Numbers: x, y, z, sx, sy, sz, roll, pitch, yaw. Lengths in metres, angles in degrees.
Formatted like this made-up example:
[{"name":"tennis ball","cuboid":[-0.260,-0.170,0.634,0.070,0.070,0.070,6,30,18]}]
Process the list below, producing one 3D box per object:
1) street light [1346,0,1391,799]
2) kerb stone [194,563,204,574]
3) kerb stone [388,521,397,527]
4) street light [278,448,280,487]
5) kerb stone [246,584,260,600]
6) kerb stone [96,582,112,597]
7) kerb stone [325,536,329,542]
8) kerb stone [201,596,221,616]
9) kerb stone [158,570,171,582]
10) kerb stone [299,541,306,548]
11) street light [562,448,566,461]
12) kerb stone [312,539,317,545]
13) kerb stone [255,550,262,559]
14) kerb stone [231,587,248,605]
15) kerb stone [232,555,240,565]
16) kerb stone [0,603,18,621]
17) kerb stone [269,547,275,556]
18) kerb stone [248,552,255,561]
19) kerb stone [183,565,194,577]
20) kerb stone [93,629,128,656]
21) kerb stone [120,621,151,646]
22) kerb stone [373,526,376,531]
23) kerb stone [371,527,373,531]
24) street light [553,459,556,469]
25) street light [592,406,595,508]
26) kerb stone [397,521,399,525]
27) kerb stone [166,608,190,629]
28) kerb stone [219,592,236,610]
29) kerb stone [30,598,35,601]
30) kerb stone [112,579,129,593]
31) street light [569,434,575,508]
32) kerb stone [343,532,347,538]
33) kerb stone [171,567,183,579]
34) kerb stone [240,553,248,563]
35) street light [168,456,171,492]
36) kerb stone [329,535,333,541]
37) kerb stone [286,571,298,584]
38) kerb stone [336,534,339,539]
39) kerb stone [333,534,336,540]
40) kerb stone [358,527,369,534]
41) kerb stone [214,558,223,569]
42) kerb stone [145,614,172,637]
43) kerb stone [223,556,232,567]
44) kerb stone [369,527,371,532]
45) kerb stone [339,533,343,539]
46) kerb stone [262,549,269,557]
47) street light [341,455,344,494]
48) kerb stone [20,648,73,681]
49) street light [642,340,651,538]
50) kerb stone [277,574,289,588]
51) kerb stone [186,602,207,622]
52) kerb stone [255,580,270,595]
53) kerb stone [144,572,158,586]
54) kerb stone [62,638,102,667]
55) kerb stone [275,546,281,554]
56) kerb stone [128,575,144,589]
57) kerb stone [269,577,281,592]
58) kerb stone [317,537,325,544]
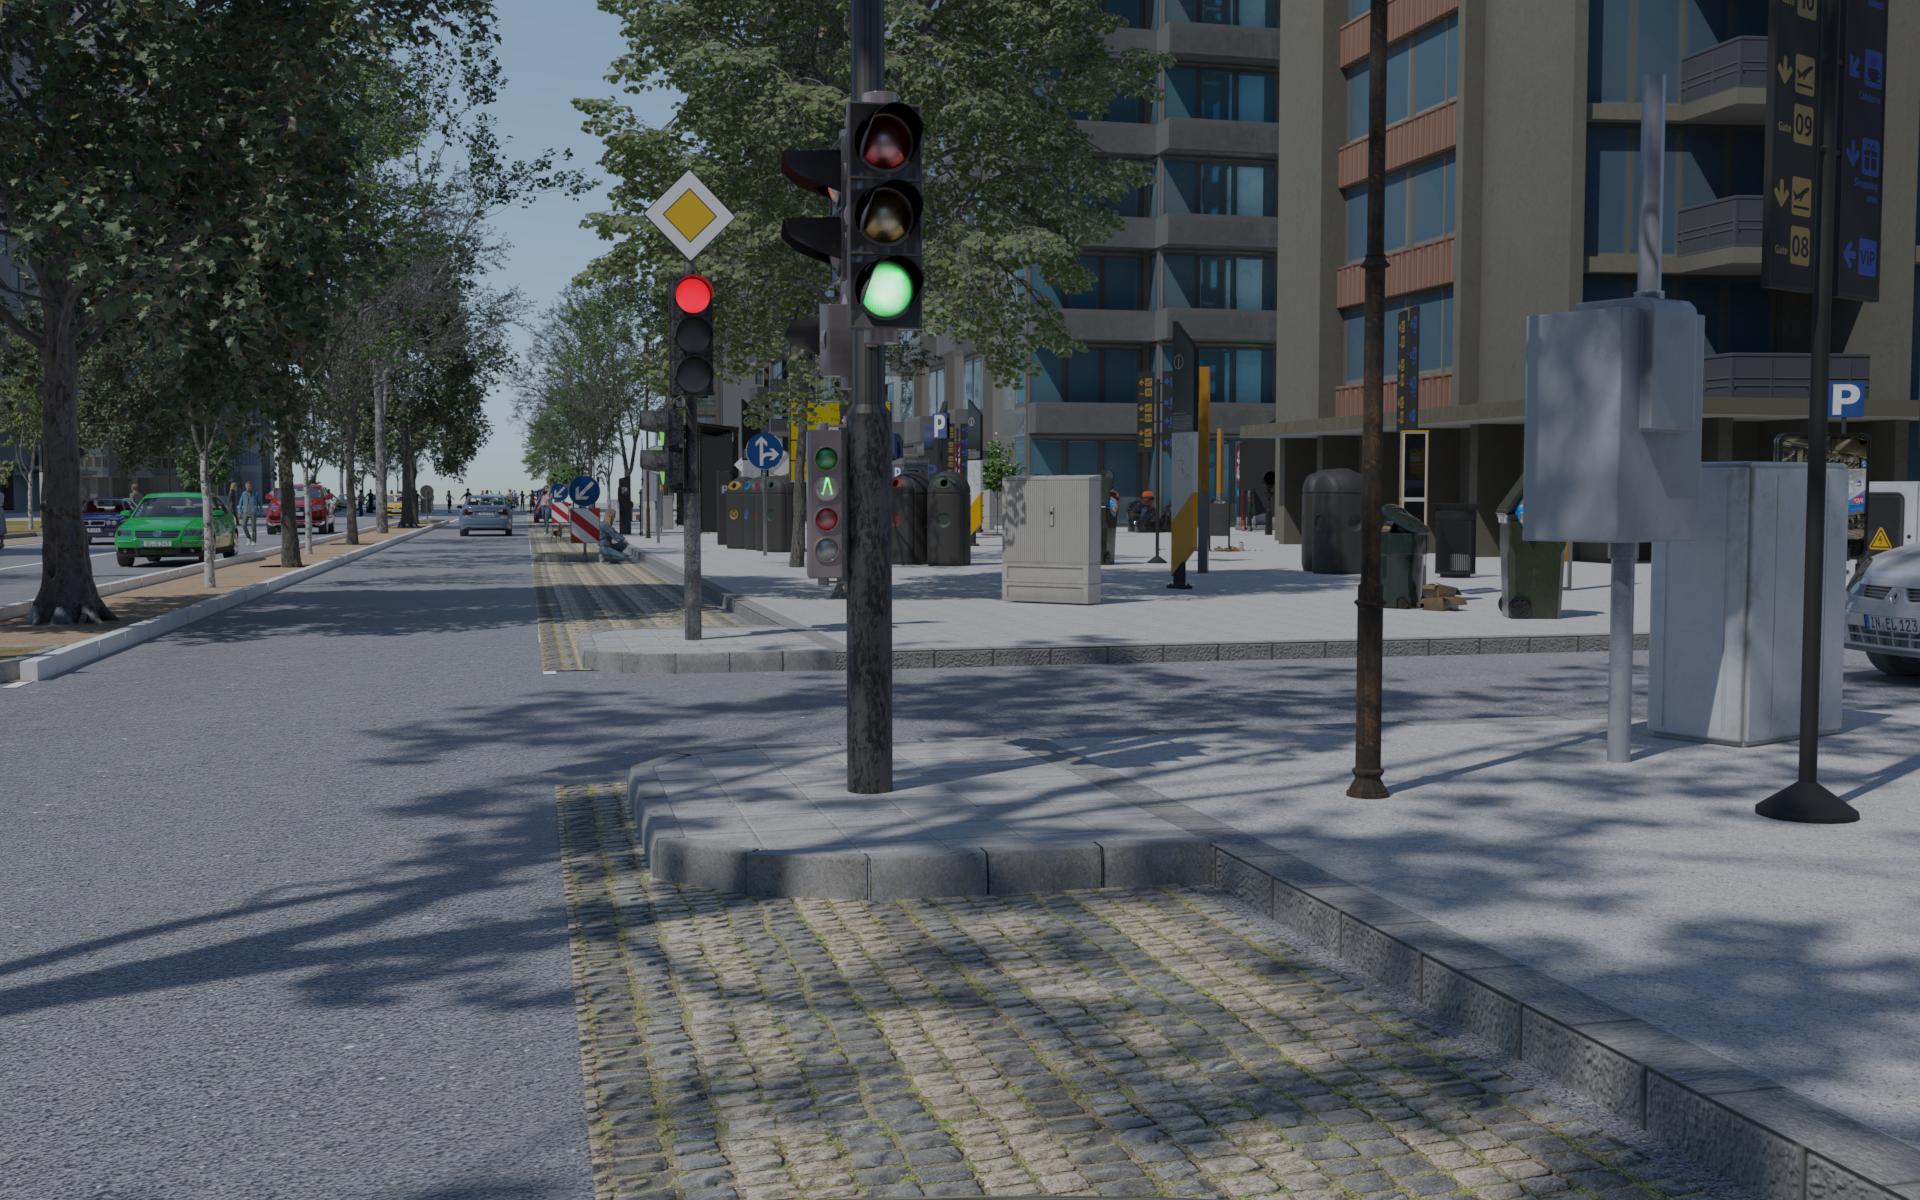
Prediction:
[{"name":"street light","cuboid":[1.733,-2.104,7.182,0.468,5.910,1.993,-1,4,-14]},{"name":"kerb stone","cuboid":[-13.780,-0.545,31.109,0.120,0.150,1.000,-1,4,-14]},{"name":"kerb stone","cuboid":[-25.533,-3.404,77.860,0.120,0.150,1.000,-1,4,-14]},{"name":"street light","cuboid":[-48.343,-9.186,122.981,0.468,5.910,1.993,-1,4,-14]},{"name":"kerb stone","cuboid":[-9.733,-0.089,23.653,0.120,0.150,1.000,-1,4,-14]},{"name":"kerb stone","cuboid":[-12.027,-0.118,24.131,0.120,0.150,1.000,-1,4,-14]},{"name":"kerb stone","cuboid":[-18.778,-1.758,50.985,0.120,0.150,1.000,-1,4,-14]},{"name":"kerb stone","cuboid":[-8.999,0.093,20.676,0.120,0.150,1.000,-1,4,-14]},{"name":"kerb stone","cuboid":[-13.028,-0.363,28.127,0.120,0.150,1.000,-1,4,-14]},{"name":"kerb stone","cuboid":[-17.785,-1.518,47.016,0.120,0.150,1.000,-1,4,-14]},{"name":"street light","cuboid":[-37.171,-11.601,162.470,0.468,5.910,1.993,-1,4,-14]},{"name":"kerb stone","cuboid":[-18.028,-1.579,48.012,0.120,0.150,1.000,-1,4,-14]},{"name":"kerb stone","cuboid":[-15.534,-0.963,38.058,0.120,0.150,1.000,-1,4,-14]},{"name":"kerb stone","cuboid":[-9.495,-0.028,22.659,0.120,0.150,1.000,-1,4,-14]},{"name":"kerb stone","cuboid":[-14.778,-0.783,35.084,0.120,0.150,1.000,-1,4,-14]},{"name":"kerb stone","cuboid":[-11.025,0.130,20.152,0.120,0.150,1.000,-1,4,-14]},{"name":"kerb stone","cuboid":[-16.027,-1.090,40.056,0.120,0.150,1.000,-1,4,-14]},{"name":"kerb stone","cuboid":[-15.277,-0.909,37.069,0.120,0.150,1.000,-1,4,-14]},{"name":"kerb stone","cuboid":[-13.520,-0.484,30.117,0.120,0.150,1.000,-1,4,-14]},{"name":"kerb stone","cuboid":[-7.748,0.399,15.707,0.120,0.150,1.000,-1,4,-14]},{"name":"kerb stone","cuboid":[-8.000,0.336,16.702,0.120,0.150,1.000,-1,4,-14]},{"name":"kerb stone","cuboid":[-22.780,-2.732,66.916,0.120,0.150,1.000,-1,4,-14]},{"name":"kerb stone","cuboid":[-22.528,-2.674,65.921,0.120,0.150,1.000,-1,4,-14]},{"name":"street light","cuboid":[-47.967,-14.196,204.894,0.468,5.910,1.993,-1,4,-14]},{"name":"street light","cuboid":[-18.565,-7.035,87.807,0.468,5.910,1.993,-1,4,-14]},{"name":"kerb stone","cuboid":[-25.777,-3.465,78.855,0.120,0.150,1.000,-1,4,-14]},{"name":"kerb stone","cuboid":[-8.495,0.217,18.688,0.120,0.150,1.000,-1,4,-14]},{"name":"kerb stone","cuboid":[-9.242,0.032,21.669,0.120,0.150,1.000,-1,4,-14]},{"name":"kerb stone","cuboid":[-11.273,0.064,21.149,0.120,0.150,1.000,-1,4,-14]},{"name":"kerb stone","cuboid":[-12.280,-0.176,25.138,0.120,0.150,1.000,-1,4,-14]},{"name":"street light","cuboid":[-27.859,-9.286,124.614,0.468,5.910,1.993,-1,4,-14]},{"name":"kerb stone","cuboid":[-20.024,-2.067,55.985,0.120,0.150,1.000,-1,4,-14]},{"name":"kerb stone","cuboid":[-13.276,-0.422,29.120,0.120,0.150,1.000,-1,4,-14]},{"name":"kerb stone","cuboid":[-15.028,-0.849,36.074,0.120,0.150,1.000,-1,4,-14]},{"name":"street light","cuboid":[-38.902,-6.873,85.158,0.468,5.910,1.993,-1,4,-14]},{"name":"kerb stone","cuboid":[-19.020,-1.818,51.985,0.120,0.150,1.000,-1,4,-14]},{"name":"kerb stone","cuboid":[-10.742,-0.333,27.645,0.120,0.150,1.000,-1,4,-14]},{"name":"kerb stone","cuboid":[-19.537,-1.944,53.978,0.120,0.150,1.000,-1,4,-14]},{"name":"kerb stone","cuboid":[-19.275,-1.883,52.977,0.120,0.150,1.000,-1,4,-14]},{"name":"kerb stone","cuboid":[-22.029,-2.552,63.935,0.120,0.150,1.000,-1,4,-14]},{"name":"kerb stone","cuboid":[-14.276,-0.667,33.095,0.120,0.150,1.000,-1,4,-14]},{"name":"kerb stone","cuboid":[-8.242,0.276,17.697,0.120,0.150,1.000,-1,4,-14]},{"name":"kerb stone","cuboid":[-14.530,-0.727,34.087,0.120,0.150,1.000,-1,4,-14]},{"name":"kerb stone","cuboid":[-22.281,-2.614,64.929,0.120,0.150,1.000,-1,4,-14]},{"name":"kerb stone","cuboid":[-19.783,-2.005,54.976,0.120,0.150,1.000,-1,4,-14]},{"name":"kerb stone","cuboid":[-15.779,-1.027,39.052,0.120,0.150,1.000,-1,4,-14]},{"name":"street light","cuboid":[-59.115,-11.806,165.817,0.468,5.910,1.993,-1,4,-14]},{"name":"kerb stone","cuboid":[-7.242,0.518,13.727,0.120,0.150,1.000,-1,4,-14]},{"name":"street light","cuboid":[-9.030,-4.723,50.006,0.468,5.910,1.993,-1,4,-14]},{"name":"kerb stone","cuboid":[-10.490,-0.270,26.650,0.120,0.150,1.000,-1,4,-14]},{"name":"kerb stone","cuboid":[-8.738,0.163,19.681,0.120,0.150,1.000,-1,4,-14]},{"name":"kerb stone","cuboid":[-9.995,-0.151,24.657,0.120,0.150,1.000,-1,4,-14]},{"name":"kerb stone","cuboid":[-12.770,-0.302,27.129,0.120,0.150,1.000,-1,4,-14]},{"name":"kerb stone","cuboid":[-7.501,0.458,14.715,0.120,0.150,1.000,-1,4,-14]},{"name":"kerb stone","cuboid":[-16.274,-1.150,41.048,0.120,0.150,1.000,-1,4,-14]},{"name":"kerb stone","cuboid":[-12.526,-0.241,26.134,0.120,0.150,1.000,-1,4,-14]},{"name":"kerb stone","cuboid":[-10.233,-0.210,25.651,0.120,0.150,1.000,-1,4,-14]},{"name":"kerb stone","cuboid":[-18.521,-1.697,49.996,0.120,0.150,1.000,-1,4,-14]}]
